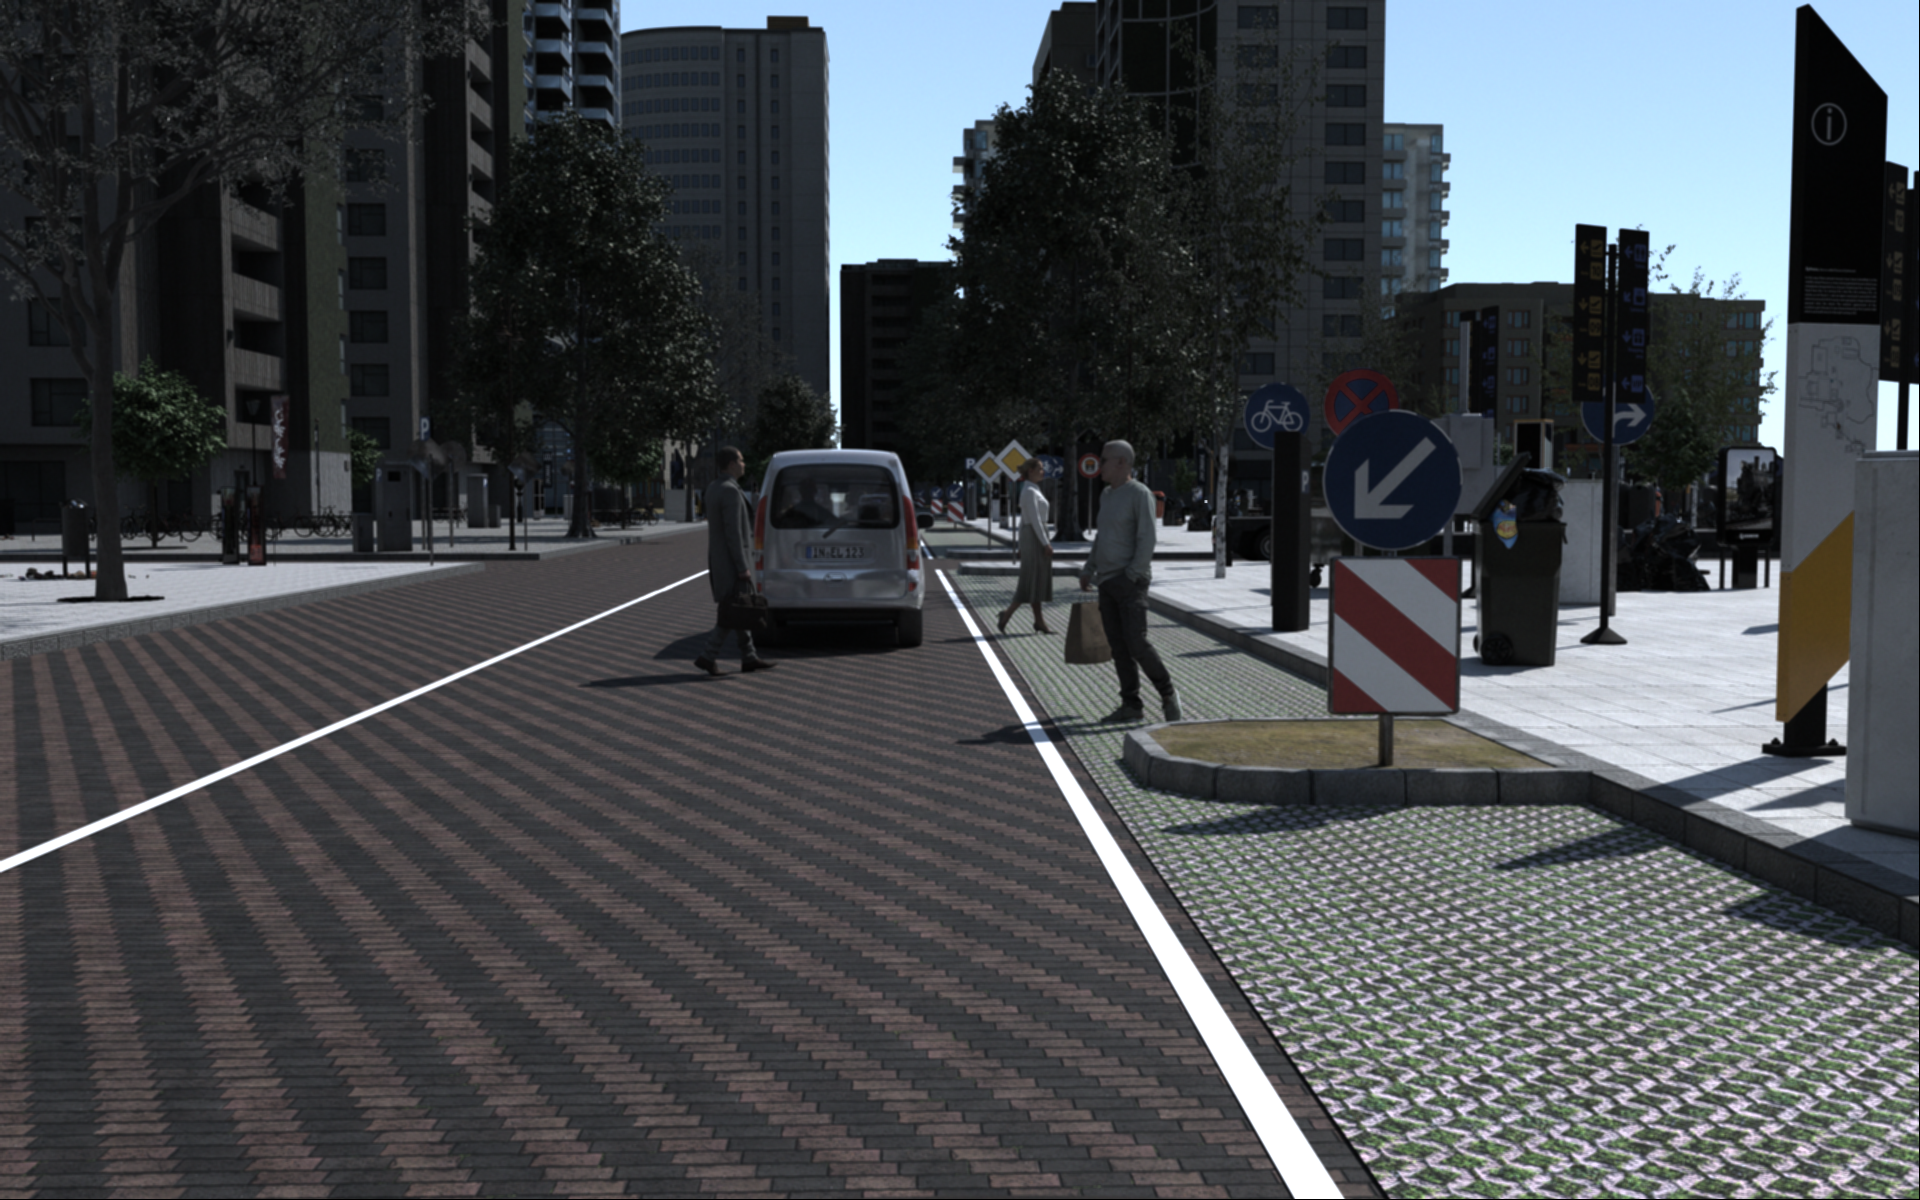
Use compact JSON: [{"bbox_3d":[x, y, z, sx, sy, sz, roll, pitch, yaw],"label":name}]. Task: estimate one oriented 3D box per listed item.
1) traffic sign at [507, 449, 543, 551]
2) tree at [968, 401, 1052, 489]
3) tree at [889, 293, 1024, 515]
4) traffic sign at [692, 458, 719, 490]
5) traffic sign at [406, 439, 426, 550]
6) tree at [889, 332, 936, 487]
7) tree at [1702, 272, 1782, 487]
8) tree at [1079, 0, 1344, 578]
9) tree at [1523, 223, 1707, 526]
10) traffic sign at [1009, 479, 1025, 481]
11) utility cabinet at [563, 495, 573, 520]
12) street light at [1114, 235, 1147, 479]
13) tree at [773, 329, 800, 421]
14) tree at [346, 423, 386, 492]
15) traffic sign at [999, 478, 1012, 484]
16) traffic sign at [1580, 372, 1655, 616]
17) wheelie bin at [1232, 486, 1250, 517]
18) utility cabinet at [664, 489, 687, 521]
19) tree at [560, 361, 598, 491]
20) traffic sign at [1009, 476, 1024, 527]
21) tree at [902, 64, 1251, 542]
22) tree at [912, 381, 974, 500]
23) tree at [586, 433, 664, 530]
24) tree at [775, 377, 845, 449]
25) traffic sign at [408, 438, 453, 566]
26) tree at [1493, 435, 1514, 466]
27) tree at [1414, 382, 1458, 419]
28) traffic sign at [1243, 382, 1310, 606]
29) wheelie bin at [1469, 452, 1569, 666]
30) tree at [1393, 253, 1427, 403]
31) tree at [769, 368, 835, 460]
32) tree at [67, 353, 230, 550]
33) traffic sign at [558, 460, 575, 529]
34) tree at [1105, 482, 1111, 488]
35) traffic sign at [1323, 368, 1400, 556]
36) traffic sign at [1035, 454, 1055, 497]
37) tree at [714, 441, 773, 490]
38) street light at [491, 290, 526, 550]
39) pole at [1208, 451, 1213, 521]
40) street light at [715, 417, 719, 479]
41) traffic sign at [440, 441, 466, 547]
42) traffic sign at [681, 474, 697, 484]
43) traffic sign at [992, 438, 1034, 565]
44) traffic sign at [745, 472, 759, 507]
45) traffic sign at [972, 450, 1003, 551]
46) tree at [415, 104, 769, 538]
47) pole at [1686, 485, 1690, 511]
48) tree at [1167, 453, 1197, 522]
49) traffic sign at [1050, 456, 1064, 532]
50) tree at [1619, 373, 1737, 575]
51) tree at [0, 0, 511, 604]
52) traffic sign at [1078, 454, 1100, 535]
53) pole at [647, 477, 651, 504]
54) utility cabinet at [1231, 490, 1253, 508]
[{"bbox_3d":[-9.770,-2.159,38.937,0.795,2.450,0.064,0,4,-2],"label":"traffic sign"},{"bbox_3d":[1.694,-8.437,88.300,4.360,8.622,3.978,0,3,0],"label":"tree"},{"bbox_3d":[0.398,-12.326,108.185,9.857,13.997,8.962,0,3,0],"label":"tree"},{"bbox_3d":[-13.788,-6.286,96.646,2.265,3.308,0.079,0,4,1],"label":"traffic sign"},{"bbox_3d":[-12.299,-2.420,39.669,0.768,2.556,0.104,0,4,1],"label":"traffic sign"},{"bbox_3d":[-1.745,-20.600,192.705,12.611,20.169,13.585,0,3,0],"label":"tree"},{"bbox_3d":[24.425,-6.512,56.830,4.737,8.622,4.395,0,3,0],"label":"tree"},{"bbox_3d":[3.945,-4.651,26.410,4.360,8.622,3.978,0,3,0],"label":"tree"},{"bbox_3d":[17.831,-5.970,47.980,4.737,8.622,4.395,0,3,0],"label":"tree"},{"bbox_3d":[2.202,-4.296,70.241,0.884,2.594,0.081,0,4,4],"label":"traffic sign"},{"bbox_3d":[-18.862,-4.500,84.733,1.020,1.237,0.306,-1,4,-21],"label":"utility cabinet"},{"bbox_3d":[3.040,-3.561,31.002,0.468,5.910,1.993,0,4,-2],"label":"street light"},{"bbox_3d":[-12.188,-10.263,78.170,12.009,13.543,11.850,0,3,0],"label":"tree"},{"bbox_3d":[-27.626,-5.773,78.106,4.285,4.588,4.351,0,3,0],"label":"tree"},{"bbox_3d":[2.588,-5.918,96.867,0.768,2.556,0.104,0,4,0],"label":"traffic sign"},{"bbox_3d":[6.857,-1.104,18.154,0.768,2.556,0.104,0,4,1],"label":"traffic sign"},{"bbox_3d":[10.837,-3.605,66.850,0.693,1.594,0.980,0,4,6],"label":"wheelie bin"},{"bbox_3d":[-13.374,-4.471,81.781,1.173,1.500,0.318,-2,4,-24],"label":"utility cabinet"},{"bbox_3d":[-20.055,-8.810,94.404,4.737,8.622,4.395,0,3,0],"label":"tree"},{"bbox_3d":[2.084,-4.154,67.925,0.884,2.594,0.081,0,4,1],"label":"traffic sign"},{"bbox_3d":[3.067,-7.919,46.488,9.611,12.733,9.660,0,3,0],"label":"tree"},{"bbox_3d":[-1.533,-15.873,177.655,7.486,12.596,7.792,0,3,0],"label":"tree"},{"bbox_3d":[-12.125,-4.813,62.403,4.285,4.588,4.351,0,3,0],"label":"tree"},{"bbox_3d":[-17.092,-17.134,186.788,9.857,13.997,8.962,0,3,0],"label":"tree"},{"bbox_3d":[-9.457,-1.671,30.958,0.795,2.450,0.064,0,4,-2],"label":"traffic sign"},{"bbox_3d":[29.705,-6.853,95.758,4.285,4.588,4.351,0,3,0],"label":"tree"},{"bbox_3d":[31.730,-9.960,113.202,4.737,8.622,4.395,0,3,0],"label":"tree"},{"bbox_3d":[3.613,-1.207,19.844,0.768,2.556,0.104,0,4,-1],"label":"traffic sign"},{"bbox_3d":[4.248,-0.322,13.165,0.693,1.594,0.980,1,4,12],"label":"wheelie bin"},{"bbox_3d":[12.506,-6.310,53.537,4.360,8.622,3.978,0,3,0],"label":"tree"},{"bbox_3d":[-15.974,-14.728,157.803,9.611,12.733,9.660,0,3,0],"label":"tree"},{"bbox_3d":[-19.021,-3.482,40.647,4.285,4.588,4.351,0,3,0],"label":"tree"},{"bbox_3d":[-13.138,-3.490,58.239,0.795,2.450,0.064,0,4,4],"label":"traffic sign"},{"bbox_3d":[8.887,-6.352,98.457,1.663,3.219,1.824,0,3,0],"label":"tree"},{"bbox_3d":[4.055,-1.069,17.578,0.768,2.556,0.104,0,4,4],"label":"traffic sign"},{"bbox_3d":[2.664,-3.383,55.424,0.768,2.556,0.104,0,4,2],"label":"traffic sign"},{"bbox_3d":[-13.874,-7.556,107.256,4.285,4.588,4.351,0,3,0],"label":"tree"},{"bbox_3d":[-10.226,-4.074,39.393,0.468,5.910,1.993,0,4,-2],"label":"street light"},{"bbox_3d":[11.740,-5.336,81.094,0.158,3.312,0.155,0,3,0],"label":"pole"},{"bbox_3d":[-12.156,-6.949,86.407,0.468,5.910,1.993,0,4,-2],"label":"street light"},{"bbox_3d":[-12.290,-2.550,41.798,0.768,2.556,0.104,0,4,6],"label":"traffic sign"},{"bbox_3d":[-14.813,-5.791,94.686,0.884,2.594,0.081,0,4,7],"label":"traffic sign"},{"bbox_3d":[0.980,-1.694,31.345,0.795,2.450,0.064,0,4,-2],"label":"traffic sign"},{"bbox_3d":[-12.459,-6.337,103.611,0.884,2.594,0.081,0,4,8],"label":"traffic sign"},{"bbox_3d":[0.667,-2.182,39.324,0.795,2.450,0.064,0,4,-2],"label":"traffic sign"},{"bbox_3d":[-11.192,-8.212,51.277,9.611,12.733,9.660,0,3,0],"label":"tree"},{"bbox_3d":[35.426,-5.529,84.250,0.158,3.312,0.155,0,3,0],"label":"pole"},{"bbox_3d":[10.407,-5.256,80.536,1.663,3.219,1.824,0,3,0],"label":"tree"},{"bbox_3d":[3.202,-3.541,57.998,0.768,2.556,0.104,0,4,7],"label":"traffic sign"},{"bbox_3d":[11.454,-2.042,27.981,1.663,3.219,1.824,0,3,0],"label":"tree"},{"bbox_3d":[-10.327,-6.728,20.381,12.009,13.543,11.850,0,3,0],"label":"tree"},{"bbox_3d":[4.091,-3.325,54.476,0.768,2.556,0.104,0,4,7],"label":"traffic sign"},{"bbox_3d":[-19.393,-6.984,108.024,0.158,3.312,0.155,0,3,0],"label":"pole"},{"bbox_3d":[15.487,-5.296,95.270,1.173,1.500,0.318,1,4,15],"label":"utility cabinet"}]
